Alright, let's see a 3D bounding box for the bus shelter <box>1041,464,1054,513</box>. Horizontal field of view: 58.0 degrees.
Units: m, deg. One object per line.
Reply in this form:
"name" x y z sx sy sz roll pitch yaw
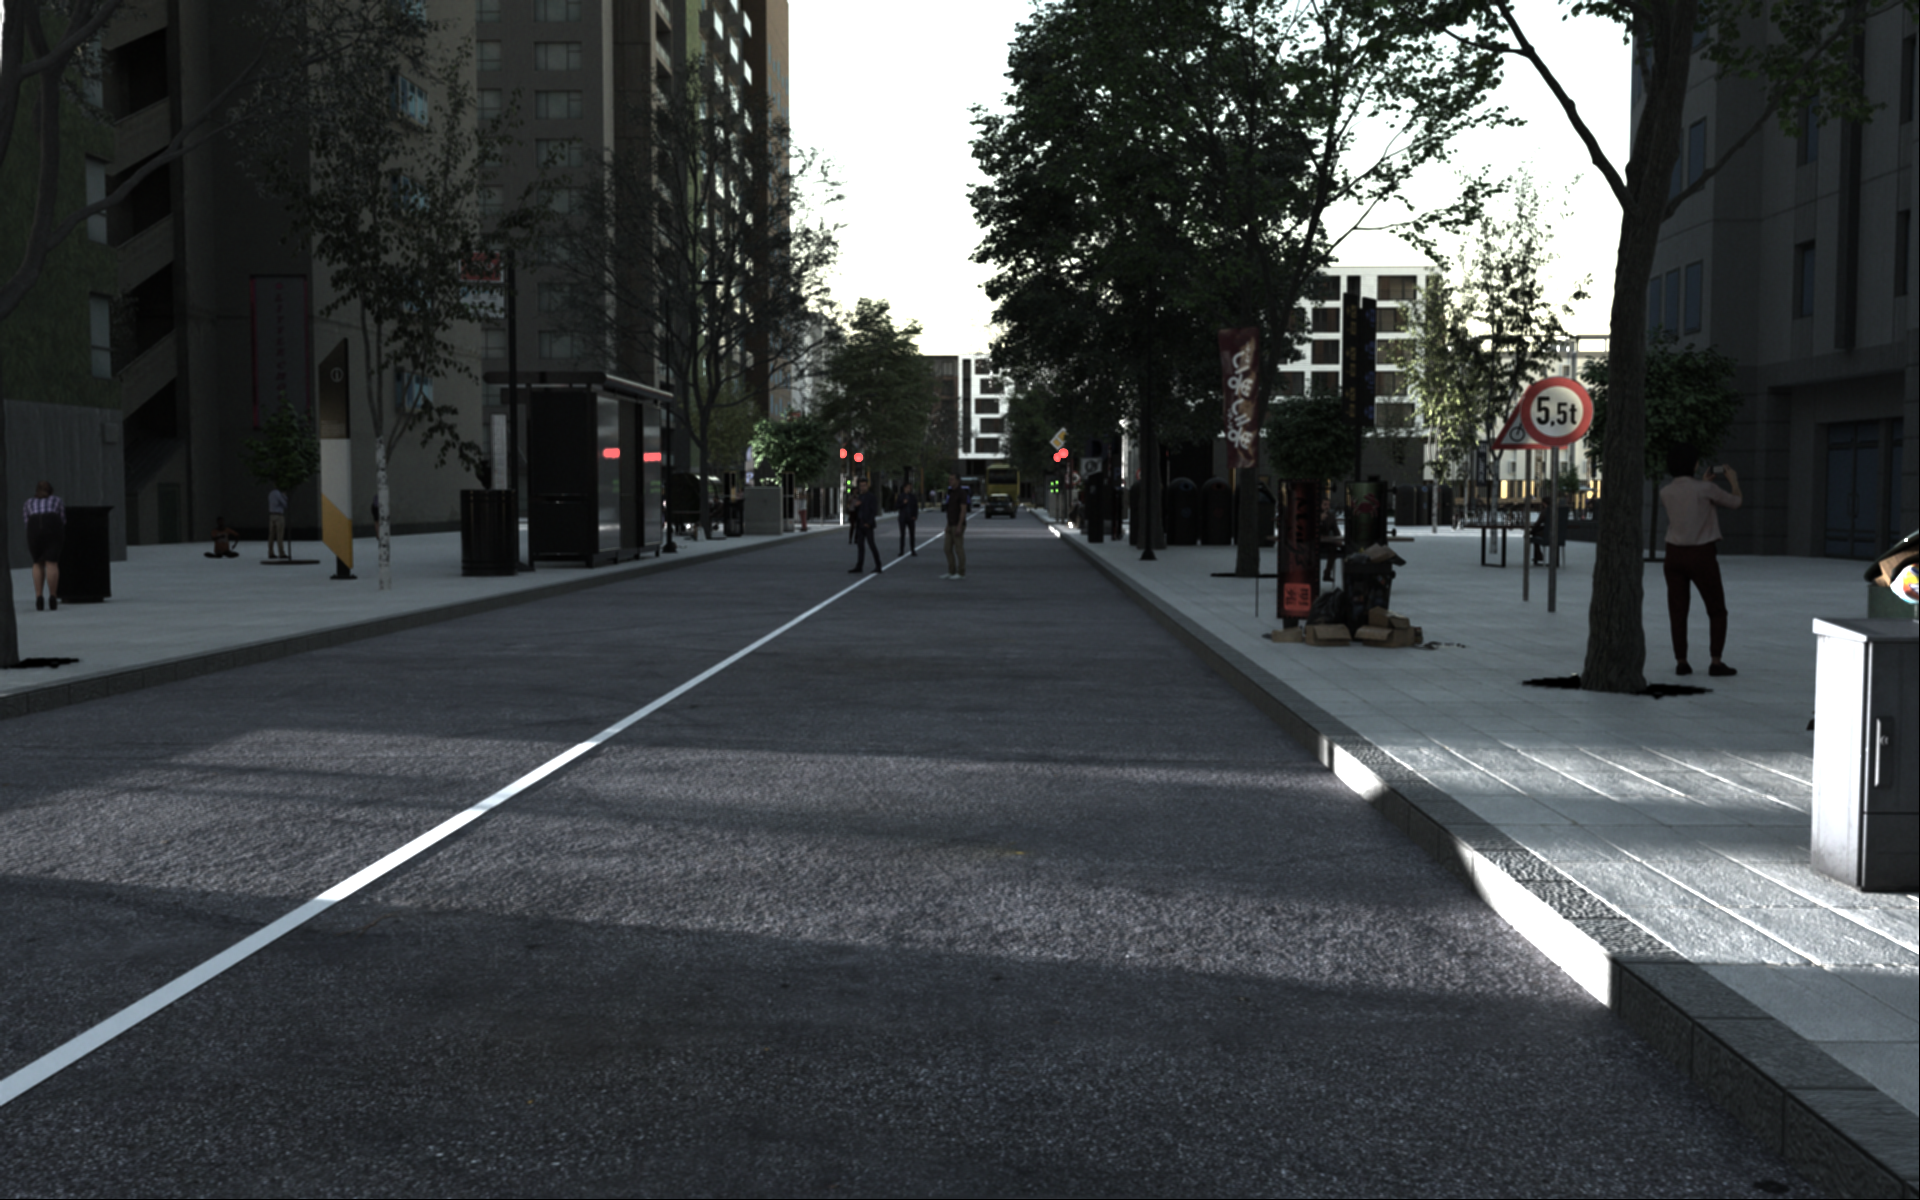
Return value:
"bus shelter" 6.458 -7.457 115.838 2.014 3.302 5.546 0 4 2

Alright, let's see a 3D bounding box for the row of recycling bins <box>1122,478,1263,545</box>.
"row of recycling bins" 6.015 -2.238 43.706 3.534 1.692 1.069 -1 4 -8

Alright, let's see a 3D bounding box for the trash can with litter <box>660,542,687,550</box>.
"trash can with litter" -7.140 -1.817 40.763 1.678 1.210 2.233 2 4 33

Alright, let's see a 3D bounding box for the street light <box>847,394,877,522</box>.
"street light" -4.563 -6.611 80.624 1.470 5.913 1.316 0 4 2

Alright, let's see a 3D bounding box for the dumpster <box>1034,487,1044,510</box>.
"dumpster" 6.791 -8.440 143.759 1.264 1.857 1.865 0 4 2

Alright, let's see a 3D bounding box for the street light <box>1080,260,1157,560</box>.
"street light" 3.116 -3.727 33.480 1.470 5.913 1.316 0 4 2

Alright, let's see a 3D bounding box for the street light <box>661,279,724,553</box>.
"street light" -5.809 -3.982 37.640 1.470 5.913 1.316 0 4 2

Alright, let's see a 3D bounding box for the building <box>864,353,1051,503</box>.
"building" -2.045 -25.737 264.771 32.646 21.610 27.936 0 4 2

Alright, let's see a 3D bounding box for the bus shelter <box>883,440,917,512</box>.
"bus shelter" -4.605 -9.371 130.842 2.179 5.291 8.768 0 4 2

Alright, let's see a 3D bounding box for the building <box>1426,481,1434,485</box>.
"building" 62.136 -23.933 257.760 31.486 18.905 16.747 0 4 2

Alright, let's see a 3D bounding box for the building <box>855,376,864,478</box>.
"building" -28.291 -21.246 213.822 31.486 18.905 16.747 0 4 2

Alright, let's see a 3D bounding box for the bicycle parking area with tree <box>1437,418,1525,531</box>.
"bicycle parking area with tree" 22.155 -4.682 63.546 8.231 4.147 9.016 2 4 35

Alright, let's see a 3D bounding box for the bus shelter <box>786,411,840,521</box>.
"bus shelter" -7.254 -6.664 86.591 2.179 5.291 8.768 0 4 1

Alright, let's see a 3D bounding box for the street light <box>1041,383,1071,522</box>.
"street light" 4.073 -6.111 72.451 1.470 5.913 1.316 0 4 2

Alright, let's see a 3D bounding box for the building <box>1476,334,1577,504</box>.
"building" 66.388 -21.704 211.283 11.380 20.091 16.016 0 4 2

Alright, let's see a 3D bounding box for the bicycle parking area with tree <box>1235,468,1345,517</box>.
"bicycle parking area with tree" 19.958 -7.519 109.941 8.231 4.147 9.016 0 4 3

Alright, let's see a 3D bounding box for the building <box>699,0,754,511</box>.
"building" -26.740 -30.642 120.604 23.786 49.044 30.456 0 4 2

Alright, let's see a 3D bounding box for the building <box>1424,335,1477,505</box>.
"building" 55.032 -21.766 212.295 11.380 20.091 16.016 0 4 2

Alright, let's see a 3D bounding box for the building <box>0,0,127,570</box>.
"building" -23.219 -20.905 25.394 14.154 41.232 14.086 0 4 2

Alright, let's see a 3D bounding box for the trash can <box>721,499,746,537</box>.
"trash can" -6.785 -2.462 51.904 0.748 1.137 0.748 0 3 0

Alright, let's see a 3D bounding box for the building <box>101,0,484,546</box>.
"building" -27.916 -26.105 50.518 21.600 48.544 21.300 0 4 2

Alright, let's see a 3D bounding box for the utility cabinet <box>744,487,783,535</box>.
"utility cabinet" -6.083 -2.746 53.576 1.173 1.500 0.318 1 4 9

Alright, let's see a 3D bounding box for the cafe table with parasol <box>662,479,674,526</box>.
"cafe table with parasol" -12.231 -3.941 69.301 2.610 1.966 2.610 1 4 23

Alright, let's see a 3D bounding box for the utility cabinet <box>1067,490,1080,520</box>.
"utility cabinet" 5.652 -4.712 85.727 0.318 1.500 1.173 1 4 21

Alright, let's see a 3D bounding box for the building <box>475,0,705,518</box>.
"building" -22.799 -25.376 98.494 14.154 41.232 14.086 0 4 2

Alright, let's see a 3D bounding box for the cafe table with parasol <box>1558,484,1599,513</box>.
"cafe table with parasol" 37.685 -6.190 106.069 2.610 1.966 2.610 2 4 26

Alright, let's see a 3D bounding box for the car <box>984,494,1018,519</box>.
"car" 2.405 -5.662 102.362 2.009 1.686 4.222 0 4 4

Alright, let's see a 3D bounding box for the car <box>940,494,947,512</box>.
"car" -0.657 -8.102 142.254 2.009 1.686 4.222 0 4 1

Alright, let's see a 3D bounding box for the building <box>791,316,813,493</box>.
"building" -21.823 -18.705 162.246 16.016 20.091 11.380 0 4 2

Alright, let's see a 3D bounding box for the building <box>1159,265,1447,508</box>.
"building" 33.107 -20.034 171.536 27.936 21.610 32.646 0 4 2

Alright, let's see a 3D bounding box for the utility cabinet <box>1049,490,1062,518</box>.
"utility cabinet" 5.378 -5.163 93.099 1.173 1.500 0.318 0 4 -4

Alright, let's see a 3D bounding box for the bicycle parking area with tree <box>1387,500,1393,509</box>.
"bicycle parking area with tree" 31.534 -7.632 111.789 9.016 4.147 8.231 1 4 19

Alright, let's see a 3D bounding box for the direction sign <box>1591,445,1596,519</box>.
"direction sign" 29.565 -5.433 80.829 0.379 3.537 0.876 0 4 7

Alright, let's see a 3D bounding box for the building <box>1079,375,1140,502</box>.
"building" 30.144 -23.966 258.296 31.486 18.905 16.747 0 4 2

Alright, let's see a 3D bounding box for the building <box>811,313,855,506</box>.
"building" -21.270 -19.446 184.395 16.747 18.905 31.486 0 4 2

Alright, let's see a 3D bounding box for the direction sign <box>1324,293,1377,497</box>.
"direction sign" 4.576 -1.707 19.914 0.379 3.537 0.876 3 4 36

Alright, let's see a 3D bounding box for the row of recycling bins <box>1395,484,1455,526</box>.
"row of recycling bins" 18.949 -3.890 70.712 3.534 1.692 1.069 -3 5 -40

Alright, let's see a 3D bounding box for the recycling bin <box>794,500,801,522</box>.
"recycling bin" -7.694 -4.146 80.343 0.722 1.027 0.722 -2 4 -24

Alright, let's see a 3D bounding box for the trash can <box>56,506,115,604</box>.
"trash can" -10.378 -0.538 20.453 0.748 1.137 0.748 0 3 0

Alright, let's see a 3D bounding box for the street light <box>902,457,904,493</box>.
"street light" -3.399 -8.994 119.588 1.470 5.913 1.316 0 4 2

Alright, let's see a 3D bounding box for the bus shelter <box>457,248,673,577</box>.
"bus shelter" -7.058 -3.268 31.069 2.179 5.291 8.768 0 4 2

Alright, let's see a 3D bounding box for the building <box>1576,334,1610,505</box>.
"building" 77.756 -21.670 210.716 11.380 20.091 16.016 0 4 2

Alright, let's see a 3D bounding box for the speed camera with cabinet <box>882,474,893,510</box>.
"speed camera with cabinet" -6.022 -9.074 142.688 0.660 3.252 2.038 2 4 23

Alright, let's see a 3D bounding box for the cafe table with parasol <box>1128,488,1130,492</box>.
"cafe table with parasol" 16.099 -8.626 145.907 2.610 1.966 2.610 -2 4 -32

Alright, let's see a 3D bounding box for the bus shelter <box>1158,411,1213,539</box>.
"bus shelter" 6.336 -3.652 50.993 1.731 3.624 6.357 0 4 2

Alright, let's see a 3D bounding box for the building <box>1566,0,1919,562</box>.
"building" 26.242 -30.242 36.453 21.231 58.520 28.212 0 4 2

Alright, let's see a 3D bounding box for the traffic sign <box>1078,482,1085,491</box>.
"traffic sign" 8.236 -7.214 118.049 0.768 2.556 0.104 1 4 9

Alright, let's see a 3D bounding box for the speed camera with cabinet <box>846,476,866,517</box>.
"speed camera with cabinet" -5.738 -6.162 95.078 0.660 3.252 2.038 -1 4 -20

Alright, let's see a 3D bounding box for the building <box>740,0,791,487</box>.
"building" -21.782 -30.153 143.120 14.600 45.320 14.200 0 4 2

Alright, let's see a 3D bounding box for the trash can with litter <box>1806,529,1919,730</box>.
"trash can with litter" 4.514 0.183 8.388 0.624 1.170 1.055 0 4 -8

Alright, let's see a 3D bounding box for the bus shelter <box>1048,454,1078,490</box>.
"bus shelter" 6.270 -6.970 105.250 1.731 3.624 6.357 0 4 2
